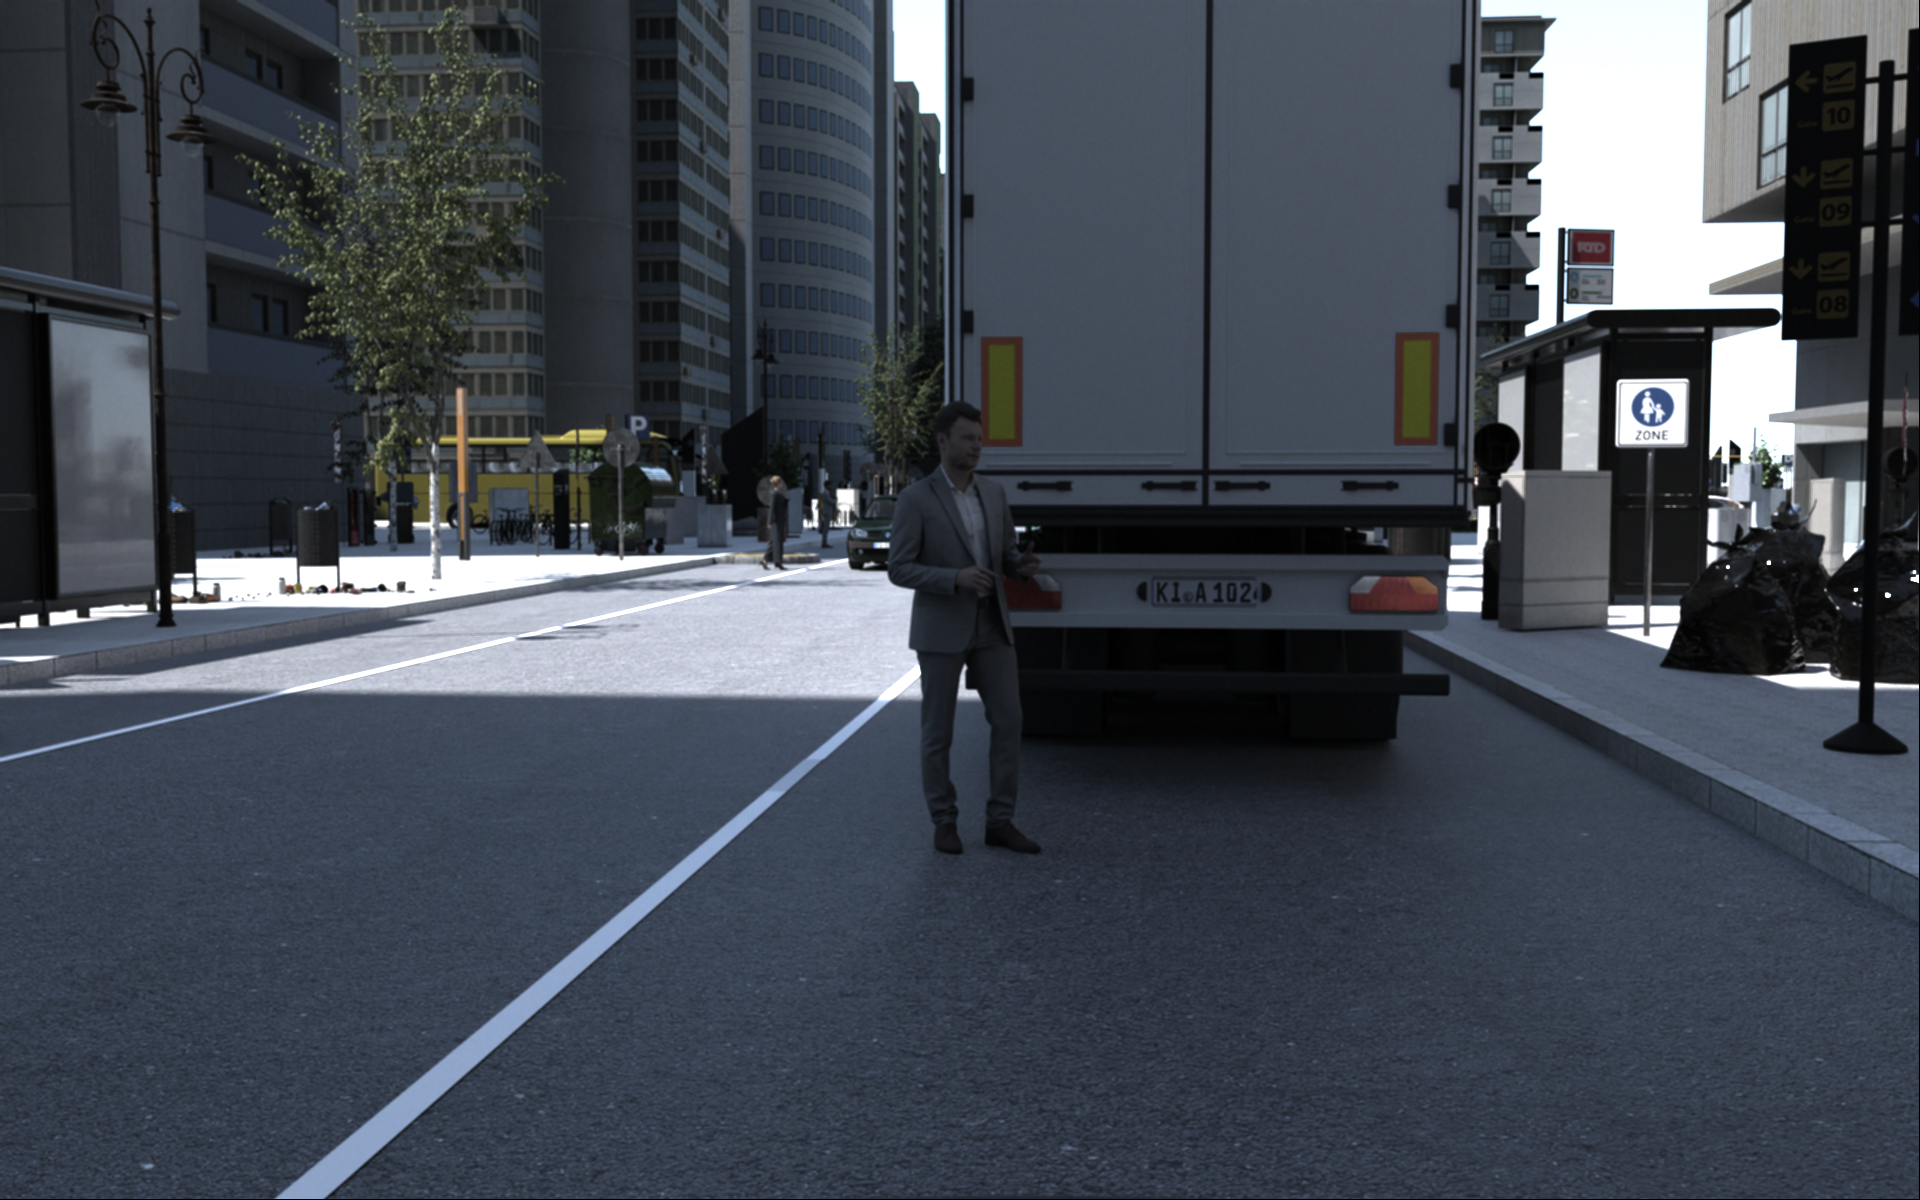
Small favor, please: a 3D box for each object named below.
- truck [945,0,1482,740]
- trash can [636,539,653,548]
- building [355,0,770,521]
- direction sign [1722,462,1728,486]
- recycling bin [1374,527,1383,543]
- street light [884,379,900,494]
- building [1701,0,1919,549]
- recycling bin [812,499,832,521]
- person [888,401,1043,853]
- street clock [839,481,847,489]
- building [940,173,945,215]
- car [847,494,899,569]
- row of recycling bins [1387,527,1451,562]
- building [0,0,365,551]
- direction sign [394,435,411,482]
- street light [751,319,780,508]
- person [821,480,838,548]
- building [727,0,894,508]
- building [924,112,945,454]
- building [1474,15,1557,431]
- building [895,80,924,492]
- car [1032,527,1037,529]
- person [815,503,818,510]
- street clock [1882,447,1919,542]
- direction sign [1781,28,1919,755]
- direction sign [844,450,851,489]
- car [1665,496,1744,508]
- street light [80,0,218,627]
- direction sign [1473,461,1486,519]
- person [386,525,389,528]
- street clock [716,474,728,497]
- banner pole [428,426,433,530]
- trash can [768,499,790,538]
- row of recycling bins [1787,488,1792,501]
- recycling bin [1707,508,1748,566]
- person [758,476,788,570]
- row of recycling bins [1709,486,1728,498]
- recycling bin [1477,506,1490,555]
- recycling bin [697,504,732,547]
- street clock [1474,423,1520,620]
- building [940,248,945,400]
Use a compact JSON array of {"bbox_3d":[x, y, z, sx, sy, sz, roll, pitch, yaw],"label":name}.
[{"bbox_3d":[1.775,-1.503,13.486,2.839,4.237,11.283,0,4,7],"label":"truck"},{"bbox_3d":[-7.682,-1.830,41.570,0.748,1.137,0.748,0,3,0],"label":"trash can"},{"bbox_3d":[-25.832,-24.547,93.230,32.217,40.220,23.993,0,4,5],"label":"building"},{"bbox_3d":[54.786,-8.081,124.124,0.876,3.537,0.379,-3,5,-45],"label":"direction sign"},{"bbox_3d":[10.747,-2.022,45.622,0.722,1.027,0.722,0,4,7],"label":"recycling bin"},{"bbox_3d":[-2.714,-5.939,69.896,0.468,5.910,1.993,0,4,5],"label":"street light"},{"bbox_3d":[32.342,-27.084,32.057,28.713,52.752,27.495,0,4,5],"label":"building"},{"bbox_3d":[-6.617,-4.303,82.915,0.722,1.027,0.722,-2,4,-33],"label":"recycling bin"},{"bbox_3d":[0.052,0.110,6.901,0.606,1.804,0.583,-3,4,-37],"label":"person"},{"bbox_3d":[-6.708,-5.795,99.310,0.471,2.002,0.358,-3,4,-38],"label":"street clock"},{"bbox_3d":[-5.786,-39.188,264.432,21.300,48.544,21.600,0,4,5],"label":"building"},{"bbox_3d":[-1.102,-1.491,34.165,2.009,1.686,4.222,0,4,7],"label":"car"},{"bbox_3d":[8.677,-1.553,32.508,1.069,1.692,3.534,1,4,21],"label":"row of recycling bins"},{"bbox_3d":[-30.616,-30.611,42.483,28.212,58.520,21.231,0,4,5],"label":"building"},{"bbox_3d":[-20.497,-4.385,63.699,0.379,3.537,0.876,2,4,25],"label":"direction sign"},{"bbox_3d":[-5.148,-4.473,45.919,0.468,5.910,1.993,0,4,5],"label":"street light"},{"bbox_3d":[-3.483,-2.300,46.282,0.466,1.800,0.511,-1,4,-18],"label":"person"},{"bbox_3d":[-17.072,-35.721,126.034,21.231,58.520,28.212,0,4,5],"label":"building"},{"bbox_3d":[-9.666,-30.427,181.070,14.154,41.232,14.086,0,4,5],"label":"building"},{"bbox_3d":[47.761,-36.806,191.016,28.713,52.752,27.495,0,4,5],"label":"building"},{"bbox_3d":[-11.630,-29.574,167.133,14.154,41.232,14.086,0,4,5],"label":"building"},{"bbox_3d":[2.004,-1.095,26.697,1.959,1.807,4.718,0,4,7],"label":"car"},{"bbox_3d":[-5.296,-3.564,66.681,0.656,1.842,0.836,1,4,15],"label":"person"},{"bbox_3d":[14.546,-1.363,26.859,0.471,2.002,0.358,0,4,5],"label":"street clock"},{"bbox_3d":[4.549,-1.015,8.599,0.876,3.537,0.379,2,4,33],"label":"direction sign"},{"bbox_3d":[-5.828,-5.961,89.451,0.379,3.537,0.876,1,4,18],"label":"direction sign"},{"bbox_3d":[27.503,-3.105,63.126,4.827,1.381,2.083,0,4,5],"label":"car"},{"bbox_3d":[-7.699,-2.681,16.621,0.468,5.910,1.993,0,4,5],"label":"street light"},{"bbox_3d":[23.856,-5.365,79.709,0.379,3.537,0.876,-2,4,-27],"label":"direction sign"},{"bbox_3d":[-22.685,-3.466,69.444,0.640,1.303,0.475,0,4,-7],"label":"person"},{"bbox_3d":[-7.103,-2.881,51.672,0.358,2.002,0.471,-2,4,-25],"label":"street clock"},{"bbox_3d":[-18.856,-4.392,61.831,0.401,3.779,0.863,0,4,-2],"label":"banner pole"},{"bbox_3d":[-5.092,-2.234,48.185,0.748,1.137,0.748,0,3,0],"label":"trash can"},{"bbox_3d":[50.071,-5.775,101.535,3.534,1.692,1.069,-1,4,-17],"label":"row of recycling bins"},{"bbox_3d":[13.536,-1.125,30.945,0.722,1.027,0.722,-1,4,-18],"label":"recycling bin"},{"bbox_3d":[-3.510,-1.456,32.728,0.534,1.772,0.576,-1,4,-20],"label":"person"},{"bbox_3d":[37.771,-4.849,86.392,3.534,1.692,1.069,-1,4,-16],"label":"row of recycling bins"},{"bbox_3d":[11.321,-1.449,36.253,0.722,1.027,0.722,-1,4,-9],"label":"recycling bin"},{"bbox_3d":[-5.939,-1.798,41.946,0.722,1.027,0.722,0,4,4],"label":"recycling bin"},{"bbox_3d":[5.442,-0.801,17.670,0.471,2.002,0.358,1,4,11],"label":"street clock"},{"bbox_3d":[-9.186,-25.934,195.718,14.160,30.474,14.107,0,4,5],"label":"building"}]
